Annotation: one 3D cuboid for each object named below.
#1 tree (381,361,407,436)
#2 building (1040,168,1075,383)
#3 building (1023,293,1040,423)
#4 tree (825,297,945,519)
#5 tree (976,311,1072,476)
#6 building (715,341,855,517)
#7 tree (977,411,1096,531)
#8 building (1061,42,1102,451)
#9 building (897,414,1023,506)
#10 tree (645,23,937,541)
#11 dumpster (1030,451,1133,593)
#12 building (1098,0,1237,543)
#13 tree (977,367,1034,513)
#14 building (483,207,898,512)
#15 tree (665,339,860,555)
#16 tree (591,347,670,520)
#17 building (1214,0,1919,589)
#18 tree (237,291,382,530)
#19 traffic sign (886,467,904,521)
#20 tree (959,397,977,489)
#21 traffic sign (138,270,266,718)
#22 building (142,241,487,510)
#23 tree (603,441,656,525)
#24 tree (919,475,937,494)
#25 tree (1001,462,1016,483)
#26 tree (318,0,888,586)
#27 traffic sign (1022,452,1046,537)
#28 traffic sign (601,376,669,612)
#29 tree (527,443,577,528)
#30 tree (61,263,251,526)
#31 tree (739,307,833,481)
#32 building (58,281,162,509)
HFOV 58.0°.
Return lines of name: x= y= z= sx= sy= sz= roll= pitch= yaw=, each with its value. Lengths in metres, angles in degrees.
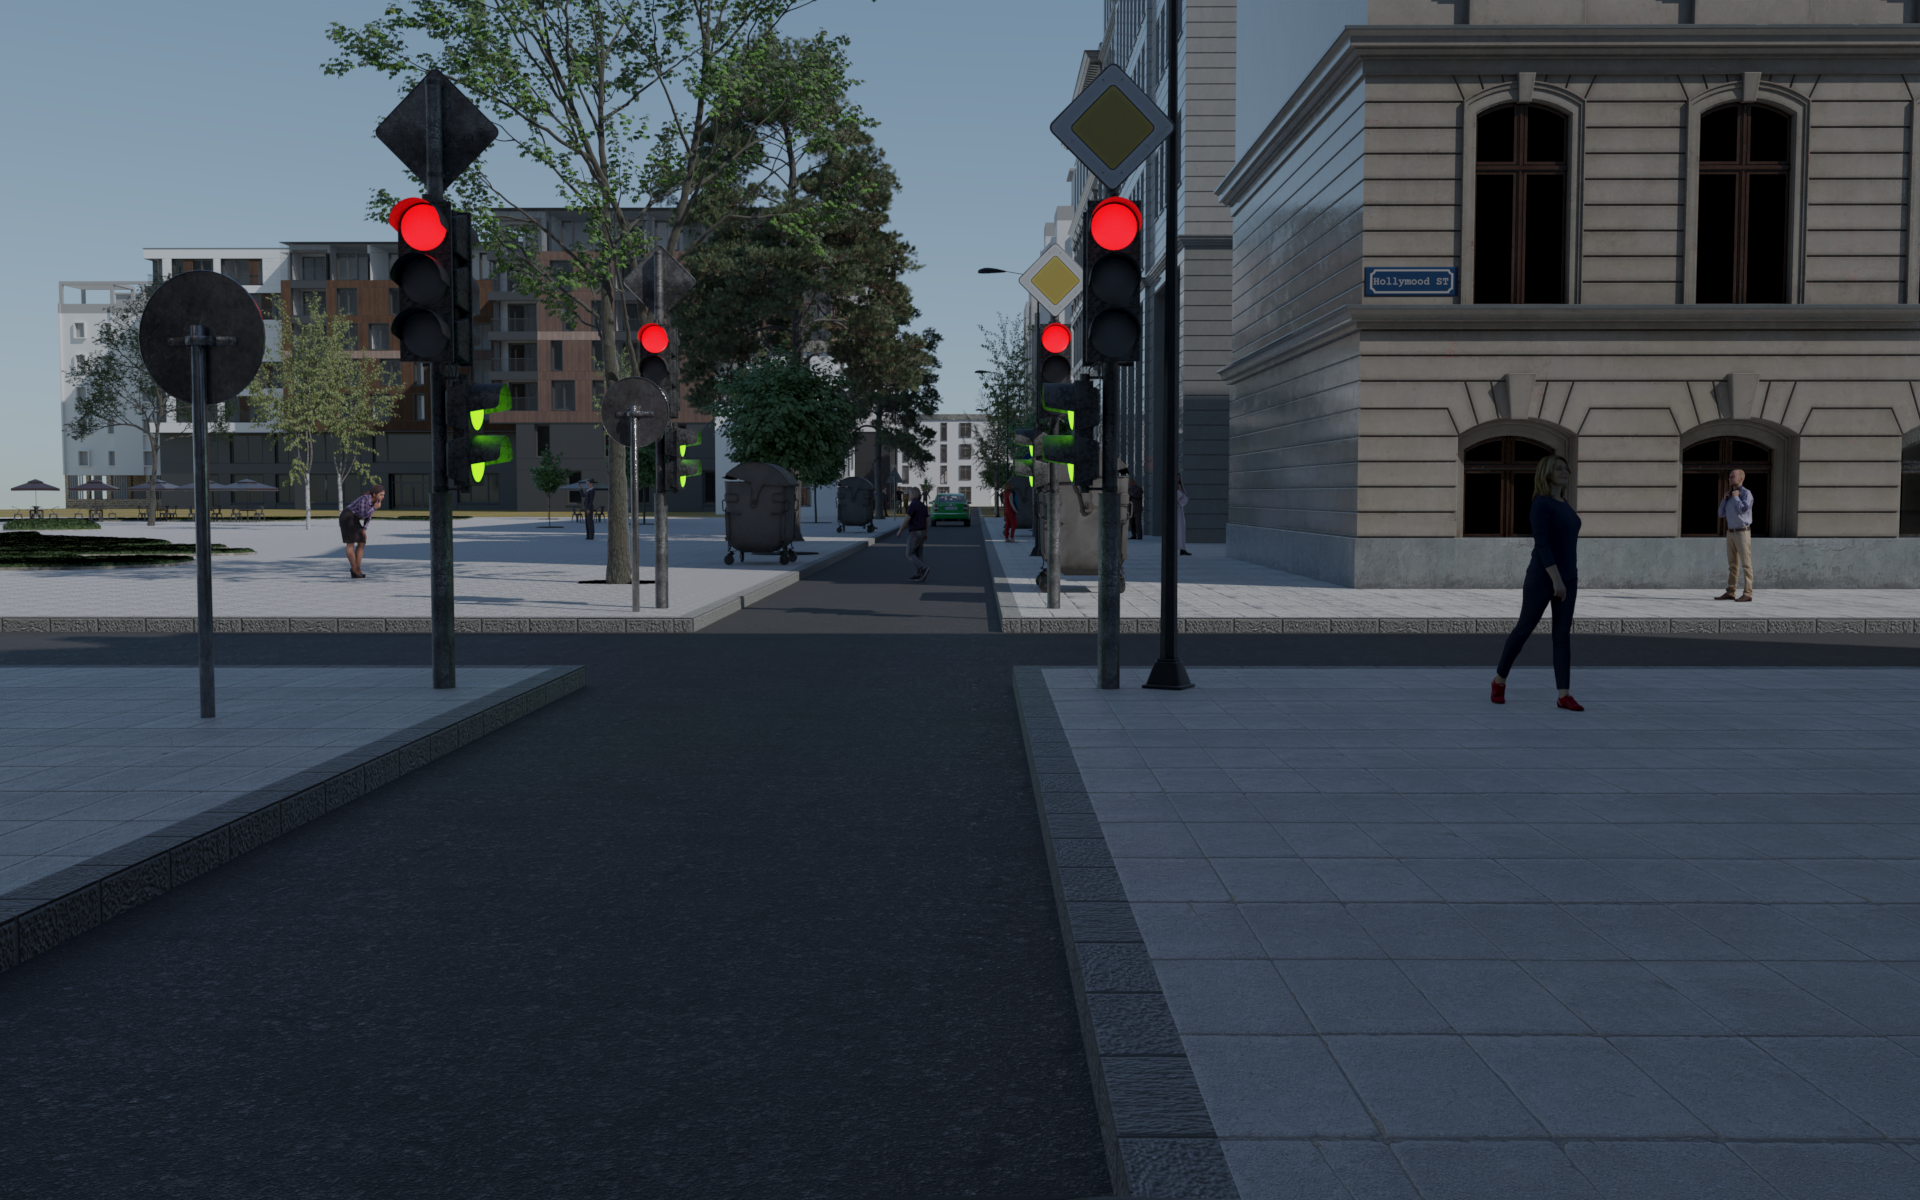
tree: x=-24.181 y=-7.184 z=67.828 sx=4.737 sy=8.622 sz=4.395 roll=0 pitch=3 yaw=0
building: x=12.998 y=-15.287 z=106.357 sx=16.016 sy=20.091 sz=11.380 roll=0 pitch=4 yaw=0
building: x=14.379 y=-17.467 z=152.044 sx=16.747 sy=18.905 sz=31.486 roll=0 pitch=4 yaw=0
tree: x=-4.153 y=-10.140 z=87.843 sx=6.751 sy=12.117 sz=7.091 roll=0 pitch=3 yaw=0
tree: x=2.463 y=-7.296 z=69.653 sx=4.737 sy=8.622 sz=4.395 roll=0 pitch=3 yaw=0
building: x=-11.052 y=-10.211 z=109.102 sx=9.099 sy=9.664 sz=28.070 roll=0 pitch=4 yaw=0
tree: x=3.018 y=-4.666 z=60.004 sx=4.285 sy=4.588 sz=4.351 roll=0 pitch=3 yaw=0
building: x=10.871 y=-15.596 z=83.866 sx=11.050 sy=23.489 sz=19.941 roll=0 pitch=4 yaw=0
building: x=3.313 y=-14.917 z=186.034 sx=28.070 sy=9.664 sz=9.099 roll=0 pitch=4 yaw=0
tree: x=-4.277 y=-8.524 z=46.791 sx=7.806 sy=13.903 sz=7.818 roll=0 pitch=3 yaw=0
dumpster: x=1.634 y=-1.060 z=23.090 sx=1.264 sy=1.857 sz=1.865 roll=0 pitch=4 yaw=0
building: x=11.282 y=-17.206 z=58.803 sx=11.434 sy=29.767 sz=29.804 roll=0 pitch=4 yaw=0
tree: x=3.314 y=-9.018 z=97.800 sx=4.360 sy=8.622 sz=3.978 roll=0 pitch=3 yaw=0
building: x=-19.667 y=-18.103 z=139.952 sx=27.936 sy=21.610 sz=32.646 roll=0 pitch=4 yaw=0
tree: x=-3.805 y=-3.245 z=36.777 sx=4.285 sy=4.588 sz=4.351 roll=0 pitch=3 yaw=0
tree: x=-16.466 y=-8.296 z=86.006 sx=4.737 sy=8.622 sz=4.395 roll=0 pitch=3 yaw=0
building: x=22.296 y=-12.756 z=27.653 sx=34.723 sy=24.649 sz=14.460 roll=0 pitch=4 yaw=0
tree: x=-23.685 y=-6.829 z=62.014 sx=4.737 sy=8.622 sz=4.395 roll=0 pitch=3 yaw=0
traffic sign: x=-3.132 y=-5.081 z=83.084 sx=0.884 sy=2.594 sz=0.081 roll=1 pitch=4 yaw=10
tree: x=2.232 y=-10.258 z=118.078 sx=4.360 sy=8.622 sz=3.978 roll=0 pitch=3 yaw=0
traffic sign: x=-4.324 y=-0.598 z=9.879 sx=0.768 sy=2.556 sz=0.104 roll=0 pitch=4 yaw=7
building: x=-51.244 y=-18.981 z=154.315 sx=32.646 sy=21.610 sz=27.936 roll=0 pitch=4 yaw=0
tree: x=-13.259 y=-5.450 z=72.820 sx=4.285 sy=4.588 sz=4.351 roll=0 pitch=3 yaw=0
tree: x=-3.378 y=-10.791 z=171.032 sx=1.663 sy=3.219 sz=1.824 roll=0 pitch=3 yaw=0
tree: x=3.082 y=-5.648 z=86.951 sx=1.663 sy=3.219 sz=1.824 roll=0 pitch=3 yaw=0
tree: x=-4.755 y=-6.044 z=24.576 sx=9.928 sy=11.665 sz=9.643 roll=0 pitch=3 yaw=0
traffic sign: x=2.201 y=-3.153 z=51.651 sx=0.768 sy=2.556 sz=0.104 roll=1 pitch=4 yaw=10
traffic sign: x=-3.531 y=-1.143 z=18.797 sx=0.768 sy=2.556 sz=0.104 roll=0 pitch=4 yaw=7
tree: x=-15.709 y=-4.357 z=65.841 sx=1.663 sy=3.219 sz=1.824 roll=0 pitch=3 yaw=0
tree: x=-32.278 y=-8.264 z=69.528 sx=7.601 sy=10.594 sz=8.767 roll=0 pitch=4 yaw=-4
tree: x=-6.697 y=-6.935 z=63.745 sx=4.737 sy=8.622 sz=4.395 roll=0 pitch=3 yaw=0
building: x=-73.737 y=-18.596 z=160.464 sx=11.380 sy=20.091 sz=16.016 roll=0 pitch=4 yaw=0
